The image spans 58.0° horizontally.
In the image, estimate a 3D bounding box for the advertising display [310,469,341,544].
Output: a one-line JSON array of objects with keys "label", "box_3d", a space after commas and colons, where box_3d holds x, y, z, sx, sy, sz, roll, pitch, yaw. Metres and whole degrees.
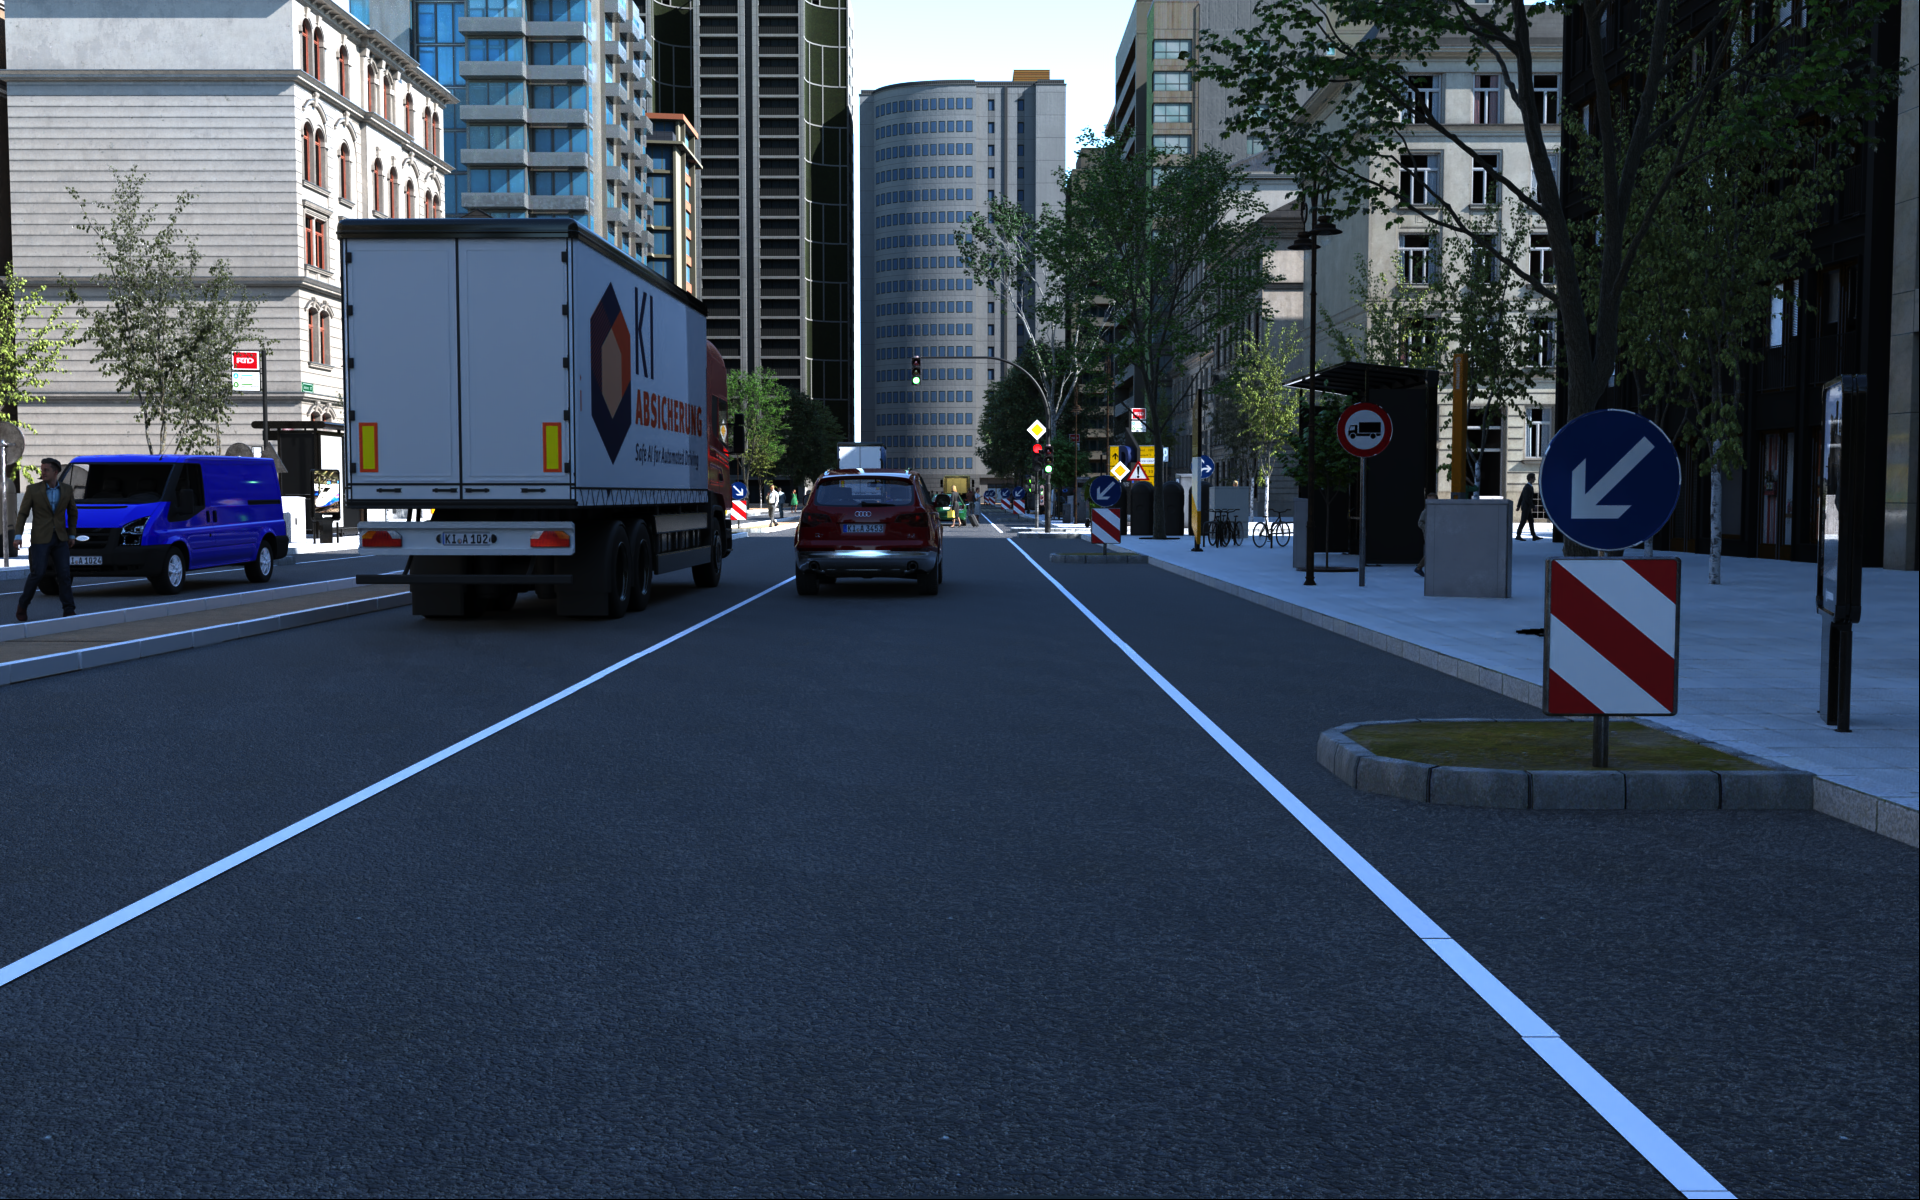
[{"label": "advertising display", "box_3d": [-16.488, -2.434, 45.012, 0.123, 1.923, 0.974, 1, 4, 22]}]

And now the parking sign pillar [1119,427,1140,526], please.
[{"label": "parking sign pillar", "box_3d": [6.796, -4.953, 69.455, 1.447, 3.967, 1.447, -1, 4, -16]}]

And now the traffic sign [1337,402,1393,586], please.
[{"label": "traffic sign", "box_3d": [5.592, -1.463, 24.021, 0.768, 2.556, 0.104, 0, 4, 3]}]

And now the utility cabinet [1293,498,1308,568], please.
[{"label": "utility cabinet", "box_3d": [6.049, -1.188, 30.593, 0.306, 1.237, 1.020, 1, 4, 12]}]

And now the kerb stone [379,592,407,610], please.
[{"label": "kerb stone", "box_3d": [-7.206, 0.027, 21.764, 0.120, 0.150, 1.000, 0, 3, 0]}]

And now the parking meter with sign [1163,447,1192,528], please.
[{"label": "parking meter with sign", "box_3d": [8.462, -4.187, 64.716, 1.738, 3.016, 0.543, -1, 4, -17]}]

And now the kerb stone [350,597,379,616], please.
[{"label": "kerb stone", "box_3d": [-7.212, 0.089, 20.741, 0.120, 0.150, 1.000, 0, 3, 0]}]

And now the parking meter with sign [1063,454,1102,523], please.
[{"label": "parking meter with sign", "box_3d": [5.407, -4.907, 76.490, 1.738, 3.016, 0.543, 0, 4, 5]}]

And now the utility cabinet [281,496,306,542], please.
[{"label": "utility cabinet", "box_3d": [-17.930, -2.138, 46.121, 0.306, 1.237, 1.020, 2, 4, 31]}]

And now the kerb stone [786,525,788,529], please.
[{"label": "kerb stone", "box_3d": [-7.194, -2.953, 70.482, 0.120, 0.150, 1.000, 0, 3, 0]}]

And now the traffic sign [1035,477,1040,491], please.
[{"label": "traffic sign", "box_3d": [6.022, -7.992, 130.674, 0.884, 2.594, 0.081, 1, 4, 10]}]

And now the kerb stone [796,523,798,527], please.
[{"label": "kerb stone", "box_3d": [-7.187, -3.204, 74.580, 0.120, 0.150, 1.000, 0, 3, 0]}]

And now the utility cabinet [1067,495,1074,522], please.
[{"label": "utility cabinet", "box_3d": [5.090, -4.204, 79.890, 0.306, 1.237, 1.020, 0, 4, 4]}]

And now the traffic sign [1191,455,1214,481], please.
[{"label": "traffic sign", "box_3d": [7.906, -3.449, 56.502, 0.768, 2.556, 0.104, 1, 4, 9]}]

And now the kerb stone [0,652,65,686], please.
[{"label": "kerb stone", "box_3d": [-7.222, 0.529, 13.565, 0.120, 0.150, 1.000, 0, 3, 0]}]

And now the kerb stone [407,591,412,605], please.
[{"label": "kerb stone", "box_3d": [-7.216, -0.036, 22.788, 0.120, 0.150, 1.000, 0, 3, 0]}]

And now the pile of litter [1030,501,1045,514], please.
[{"label": "pile of litter", "box_3d": [4.998, -5.864, 109.838, 1.176, 0.858, 1.719, 0, 4, -2]}]

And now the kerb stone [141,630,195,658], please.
[{"label": "kerb stone", "box_3d": [-7.209, 0.402, 15.618, 0.120, 0.150, 1.000, 0, 3, 0]}]

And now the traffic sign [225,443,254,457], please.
[{"label": "traffic sign", "box_3d": [-17.863, -2.619, 42.933, 0.768, 2.556, 0.104, 1, 4, 8]}]

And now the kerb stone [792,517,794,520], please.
[{"label": "kerb stone", "box_3d": [-9.281, -4.395, 94.051, 0.120, 0.150, 1.000, 0, 3, 0]}]

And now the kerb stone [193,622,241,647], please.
[{"label": "kerb stone", "box_3d": [-7.202, 0.340, 16.640, 0.120, 0.150, 1.000, 0, 3, 0]}]

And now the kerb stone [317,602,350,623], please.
[{"label": "kerb stone", "box_3d": [-7.213, 0.151, 19.719, 0.120, 0.150, 1.000, 0, 3, 0]}]

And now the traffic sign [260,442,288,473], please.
[{"label": "traffic sign", "box_3d": [-17.186, -2.639, 43.147, 0.884, 2.594, 0.081, 0, 4, 1]}]

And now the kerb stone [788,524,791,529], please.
[{"label": "kerb stone", "box_3d": [-7.194, -3.016, 71.507, 0.120, 0.150, 1.000, 0, 3, 0]}]

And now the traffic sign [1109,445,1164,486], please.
[{"label": "traffic sign", "box_3d": [7.337, -4.791, 72.199, 2.265, 3.308, 0.079, 1, 4, 9]}]

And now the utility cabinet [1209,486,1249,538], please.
[{"label": "utility cabinet", "box_3d": [7.687, -2.501, 49.569, 1.173, 1.500, 0.318, -2, 4, -27]}]

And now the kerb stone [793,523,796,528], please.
[{"label": "kerb stone", "box_3d": [-7.193, -3.139, 73.554, 0.120, 0.150, 1.000, 0, 3, 0]}]

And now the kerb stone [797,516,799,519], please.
[{"label": "kerb stone", "box_3d": [-9.285, -4.584, 97.138, 0.120, 0.150, 1.000, 0, 3, 0]}]

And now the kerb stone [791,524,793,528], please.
[{"label": "kerb stone", "box_3d": [-7.195, -3.079, 72.529, 0.120, 0.150, 1.000, 0, 3, 0]}]

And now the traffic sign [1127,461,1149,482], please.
[{"label": "traffic sign", "box_3d": [6.947, -4.131, 67.552, 0.884, 2.594, 0.081, 0, 4, 7]}]

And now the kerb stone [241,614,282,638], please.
[{"label": "kerb stone", "box_3d": [-7.207, 0.282, 17.674, 0.120, 0.150, 1.000, 0, 3, 0]}]

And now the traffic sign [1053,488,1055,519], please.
[{"label": "traffic sign", "box_3d": [4.820, -5.411, 88.581, 0.768, 2.556, 0.104, 0, 4, 4]}]

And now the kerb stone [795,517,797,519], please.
[{"label": "kerb stone", "box_3d": [-9.282, -4.521, 96.116, 0.120, 0.150, 1.000, 0, 3, 0]}]

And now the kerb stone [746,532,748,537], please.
[{"label": "kerb stone", "box_3d": [-7.192, -2.169, 57.659, 0.120, 0.150, 1.000, 0, 3, 0]}]

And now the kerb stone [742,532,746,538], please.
[{"label": "kerb stone", "box_3d": [-7.189, -2.107, 56.638, 0.120, 0.150, 1.000, 0, 3, 0]}]

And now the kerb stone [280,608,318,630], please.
[{"label": "kerb stone", "box_3d": [-7.206, 0.215, 18.696, 0.120, 0.150, 1.000, 0, 3, 0]}]

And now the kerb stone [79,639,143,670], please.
[{"label": "kerb stone", "box_3d": [-7.207, 0.465, 14.591, 0.120, 0.150, 1.000, 0, 3, 0]}]

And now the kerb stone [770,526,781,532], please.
[{"label": "kerb stone", "box_3d": [-7.194, -2.766, 67.414, 0.120, 0.150, 1.000, 0, 3, 0]}]

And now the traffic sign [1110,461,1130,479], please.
[{"label": "traffic sign", "box_3d": [6.348, -4.204, 68.475, 0.795, 2.593, 0.064, 1, 4, 8]}]

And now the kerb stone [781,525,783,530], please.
[{"label": "kerb stone", "box_3d": [-7.189, -2.824, 68.437, 0.120, 0.150, 1.000, 0, 3, 0]}]

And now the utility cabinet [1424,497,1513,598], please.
[{"label": "utility cabinet", "box_3d": [6.354, -0.641, 21.644, 1.020, 1.237, 0.306, 2, 4, 28]}]

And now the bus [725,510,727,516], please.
[{"label": "bus", "box_3d": [-11.784, -4.939, 72.299, 2.896, 3.916, 12.252, 0, 4, 0]}]

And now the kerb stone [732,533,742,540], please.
[{"label": "kerb stone", "box_3d": [-7.199, -2.042, 55.616, 0.120, 0.150, 1.000, 0, 3, 0]}]

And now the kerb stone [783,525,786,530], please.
[{"label": "kerb stone", "box_3d": [-7.187, -2.891, 69.459, 0.120, 0.150, 1.000, 0, 3, 0]}]

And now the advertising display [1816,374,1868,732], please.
[{"label": "advertising display", "box_3d": [4.923, -0.274, 9.701, 0.123, 1.923, 0.974, 1, 4, 20]}]

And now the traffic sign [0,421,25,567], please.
[{"label": "traffic sign", "box_3d": [-16.792, -1.854, 30.422, 0.768, 2.556, 0.104, 0, 4, 5]}]
